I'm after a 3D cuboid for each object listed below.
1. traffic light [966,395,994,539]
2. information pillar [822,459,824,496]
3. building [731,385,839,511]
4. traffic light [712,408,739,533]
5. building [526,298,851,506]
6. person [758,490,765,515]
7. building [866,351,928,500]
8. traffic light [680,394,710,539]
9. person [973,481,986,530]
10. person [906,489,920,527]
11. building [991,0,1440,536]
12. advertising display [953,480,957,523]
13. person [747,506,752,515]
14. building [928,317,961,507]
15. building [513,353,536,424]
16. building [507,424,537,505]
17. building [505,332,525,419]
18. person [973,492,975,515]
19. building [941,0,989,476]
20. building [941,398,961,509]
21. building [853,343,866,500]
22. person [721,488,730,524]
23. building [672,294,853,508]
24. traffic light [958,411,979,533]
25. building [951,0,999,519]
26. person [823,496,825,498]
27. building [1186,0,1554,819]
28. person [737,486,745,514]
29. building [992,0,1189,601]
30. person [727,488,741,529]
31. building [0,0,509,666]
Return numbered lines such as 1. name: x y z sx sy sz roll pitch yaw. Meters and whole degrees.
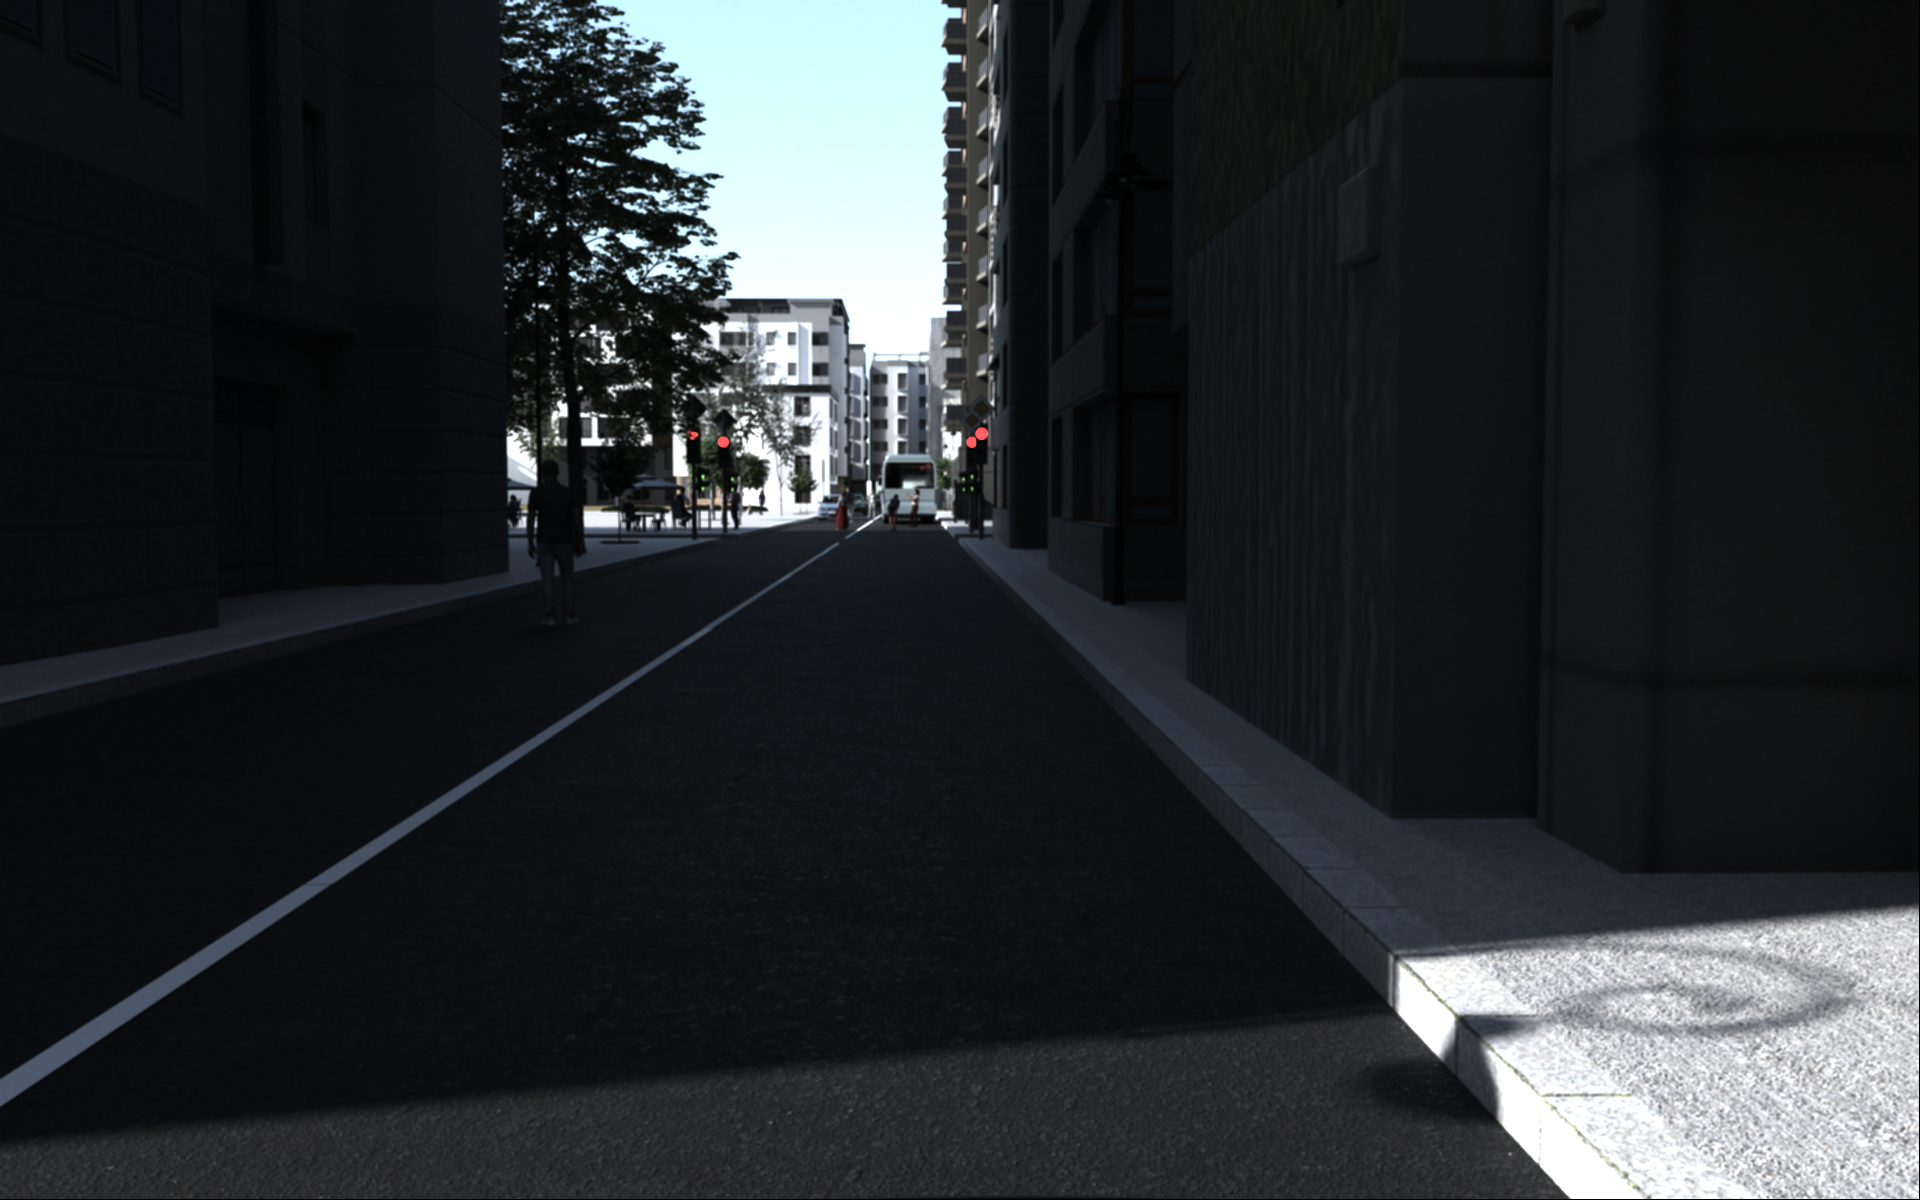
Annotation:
1. traffic light: 0.583 -3.682 49.117 0.839 4.253 0.868 0 4 -2
2. information pillar: -9.237 -7.689 117.077 0.183 3.616 0.504 0 4 -2
3. building: -14.823 -12.522 146.877 9.099 9.664 28.070 0 4 -2
4. traffic light: -7.712 -4.156 56.865 0.839 4.253 0.868 0 4 -2
5. building: -28.975 -21.442 194.553 32.646 21.610 27.936 0 4 -2
6. person: -12.274 -6.025 107.100 0.480 1.512 0.613 0 4 -6
7. building: -5.932 -22.474 223.869 11.380 20.091 16.016 0 4 -2
8. traffic light: -7.495 -3.667 48.883 0.839 4.253 0.868 0 4 -2
9. person: 0.713 -3.393 62.077 0.434 1.755 0.990 1 4 22
10. person: -2.074 -4.052 76.216 0.566 1.644 0.517 2 4 29
11. building: 8.449 -23.237 63.518 14.086 41.232 14.154 0 4 -2
12. advertising display: -0.213 -4.408 77.281 0.123 1.923 0.974 0 4 -4
13. person: -13.022 -5.546 107.196 0.357 0.543 0.381 0 4 -2
14. building: 5.180 -19.283 181.740 16.747 18.905 31.486 0 4 -2
15. building: -39.826 -21.845 223.630 31.486 18.905 16.747 0 4 -2
16. building: -60.385 -15.921 202.460 28.070 9.664 9.099 0 4 -2
17. building: -72.017 -23.472 227.739 32.646 21.610 27.936 0 4 -2
18. person: 0.586 -3.801 69.014 0.431 1.722 0.655 1 4 14
19. building: 9.859 -28.306 117.424 22.147 44.769 28.867 0 4 -2
20. building: 3.079 -12.849 152.232 9.099 9.664 28.070 0 4 -2
21. building: -17.683 -22.460 223.632 11.380 20.091 16.016 0 4 -2
22. person: -9.990 -4.014 73.736 0.319 1.574 0.516 -2 4 -26
23. building: -18.824 -18.959 166.394 16.016 20.091 11.380 0 4 -2
24. traffic light: 0.366 -4.170 57.099 0.839 4.253 0.868 0 4 -2
25. building: 9.987 -39.938 91.241 20.563 71.187 20.611 0 4 -2
26. person: -7.878 -5.444 101.422 0.340 1.345 0.435 0 4 -5
27. building: 8.531 -20.122 12.598 14.154 41.232 14.086 0 4 -2
28. person: -13.152 -5.933 103.718 0.551 1.740 0.621 0 4 6
29. building: 15.136 -11.608 34.838 27.650 21.520 28.899 0 4 -2
30. person: -8.176 -3.356 62.871 0.435 1.587 0.963 1 4 19
31. building: -17.567 -28.784 12.615 21.231 58.520 28.212 0 4 -2
